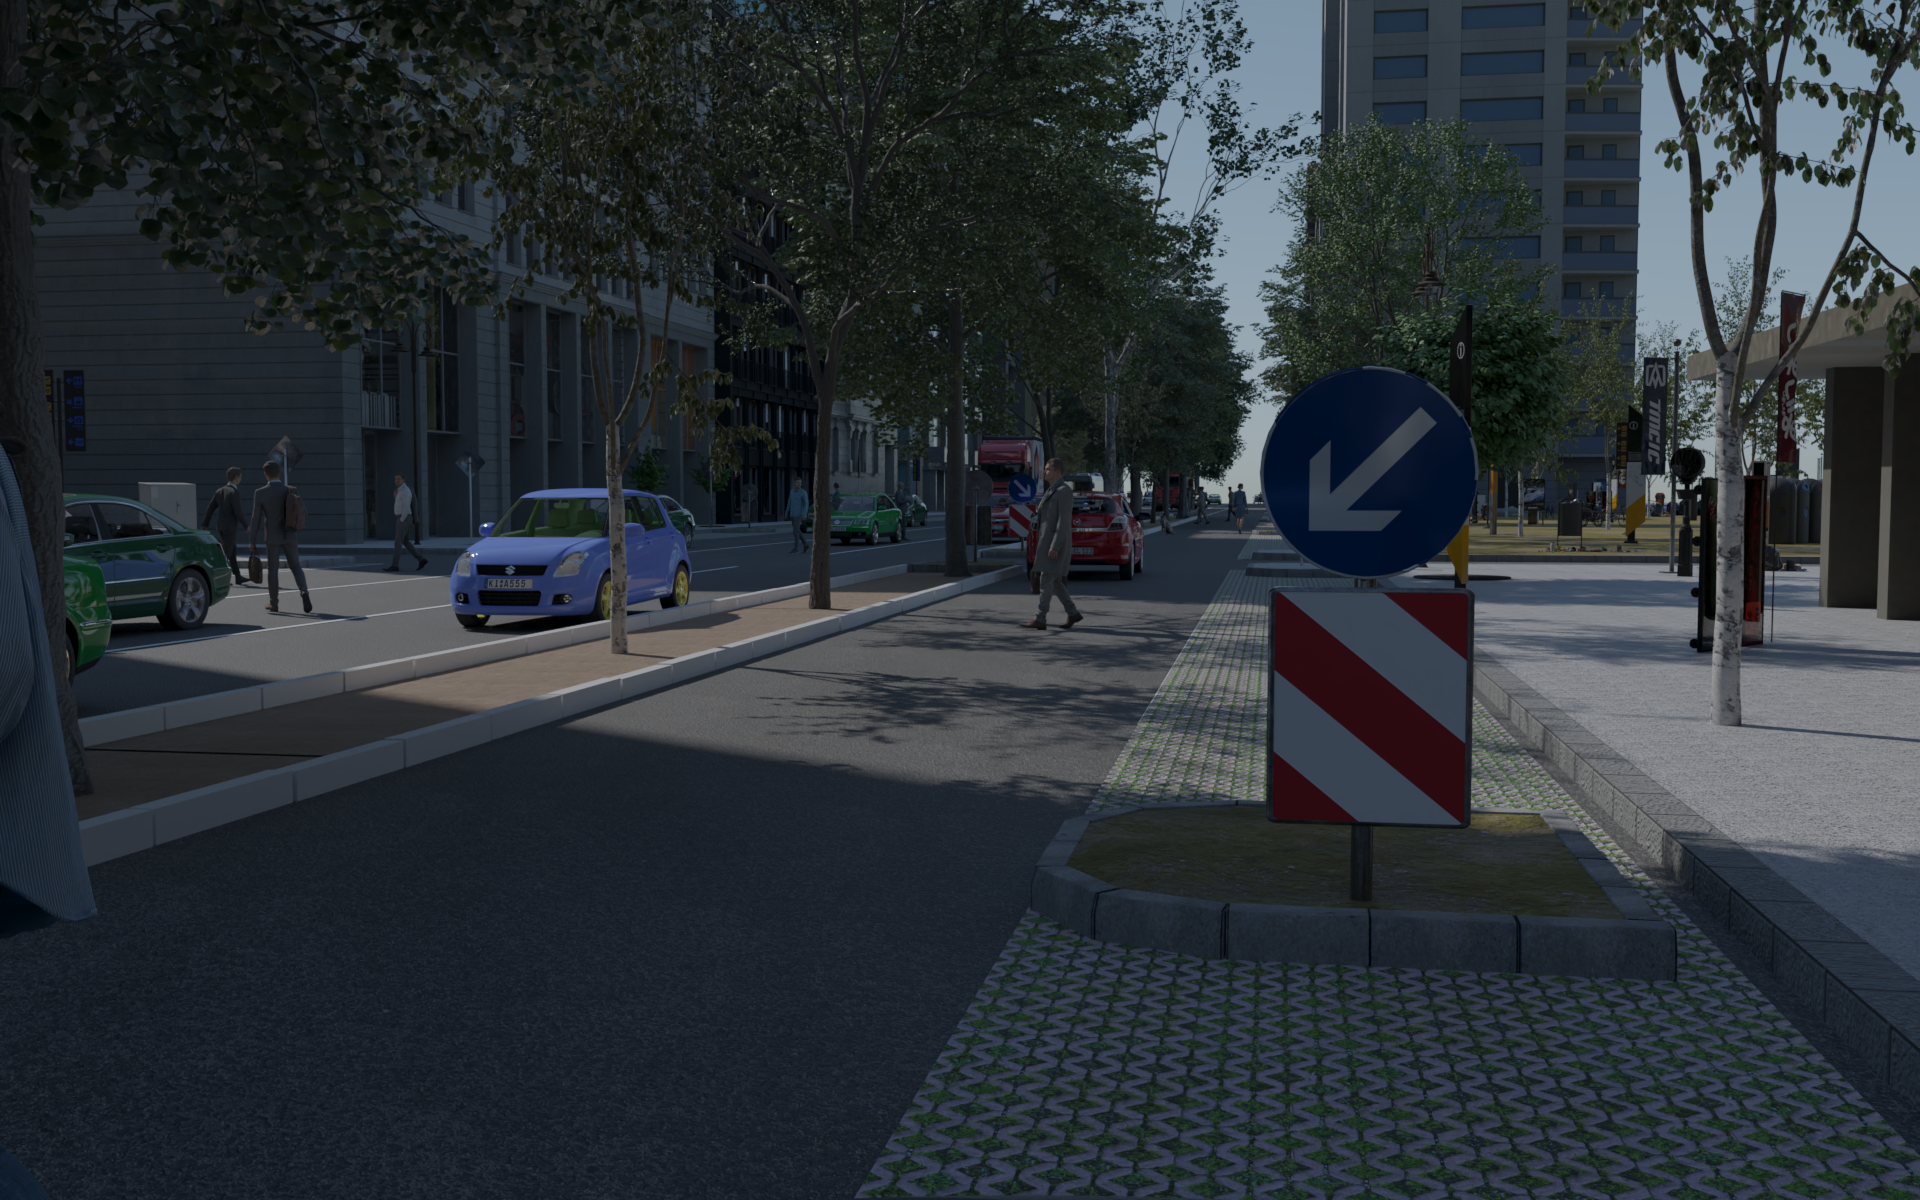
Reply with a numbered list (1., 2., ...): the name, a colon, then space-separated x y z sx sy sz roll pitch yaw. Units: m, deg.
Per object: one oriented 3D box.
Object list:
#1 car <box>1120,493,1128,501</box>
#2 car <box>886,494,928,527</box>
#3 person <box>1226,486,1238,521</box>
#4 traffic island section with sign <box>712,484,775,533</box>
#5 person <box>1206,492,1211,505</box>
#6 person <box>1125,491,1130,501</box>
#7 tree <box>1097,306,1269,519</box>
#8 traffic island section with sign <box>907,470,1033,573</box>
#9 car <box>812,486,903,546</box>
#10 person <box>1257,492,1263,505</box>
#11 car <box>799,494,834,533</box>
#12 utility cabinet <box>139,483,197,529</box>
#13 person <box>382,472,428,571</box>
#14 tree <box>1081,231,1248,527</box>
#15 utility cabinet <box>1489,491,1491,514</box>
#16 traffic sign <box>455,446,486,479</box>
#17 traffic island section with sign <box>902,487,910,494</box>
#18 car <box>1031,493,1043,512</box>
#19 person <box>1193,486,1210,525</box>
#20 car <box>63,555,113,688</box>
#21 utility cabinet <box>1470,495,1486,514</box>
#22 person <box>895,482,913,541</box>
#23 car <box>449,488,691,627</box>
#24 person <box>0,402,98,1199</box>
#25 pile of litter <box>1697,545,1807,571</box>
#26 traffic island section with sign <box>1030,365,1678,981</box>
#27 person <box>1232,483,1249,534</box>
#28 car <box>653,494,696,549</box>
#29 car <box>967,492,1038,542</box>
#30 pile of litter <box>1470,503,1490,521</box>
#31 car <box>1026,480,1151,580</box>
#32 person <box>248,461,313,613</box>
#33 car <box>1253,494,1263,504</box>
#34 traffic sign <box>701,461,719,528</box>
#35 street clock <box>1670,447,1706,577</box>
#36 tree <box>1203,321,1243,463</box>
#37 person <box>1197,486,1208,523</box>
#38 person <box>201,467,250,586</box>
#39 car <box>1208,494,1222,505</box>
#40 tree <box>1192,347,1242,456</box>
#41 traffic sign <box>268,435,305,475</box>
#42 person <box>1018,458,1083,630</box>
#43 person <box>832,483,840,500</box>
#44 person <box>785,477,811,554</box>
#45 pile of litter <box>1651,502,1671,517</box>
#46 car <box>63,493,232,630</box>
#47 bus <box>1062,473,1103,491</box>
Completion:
1. car: 17.255 -10.889 187.619 1.945 1.707 3.694 1 4 9
2. car: -2.655 -3.965 76.625 2.131 1.459 4.920 1 4 10
3. person: 14.255 -5.040 90.807 0.836 1.842 0.656 0 4 -1
4. traffic island section with sign: -7.939 -3.403 64.265 1.989 1.847 2.006 1 4 10
5. person: 31.008 -12.773 218.121 1.217 1.735 0.721 1 4 19
6. person: 25.173 -15.472 259.528 1.217 1.766 0.721 0 4 5
7. tree: 12.853 -11.013 99.521 9.611 12.733 9.660 0 3 0
8. traffic island section with sign: 0.180 -1.472 32.203 2.006 1.907 1.989 1 4 10
9. car: -2.914 -2.504 49.730 1.959 1.807 4.718 1 4 12
10. person: 39.721 -13.440 229.178 0.756 1.711 0.436 1 4 17
11. car: -4.832 -3.278 65.398 2.131 1.459 4.920 1 4 10
12. utility cabinet: -15.375 -1.529 33.672 0.318 1.500 1.173 1 4 18
13. person: -10.342 -1.445 32.224 0.850 1.850 0.679 -2 4 -27
14. tree: 7.618 -10.103 74.299 9.857 13.997 8.962 0 3 0
15. utility cabinet: 33.331 -6.027 107.217 0.318 1.500 1.173 -3 5 -41
16. traffic sign: -11.932 -2.448 42.217 0.795 2.593 0.064 1 4 10
17. traffic island section with sign: -2.997 -5.059 91.341 1.989 1.847 2.006 1 4 10
18. car: 2.434 -3.242 62.050 2.155 1.783 4.494 1 4 9
19. person: 11.375 -4.454 81.592 0.850 1.792 0.678 1 4 14
20. car: -6.901 -0.059 9.756 1.959 1.807 4.718 1 4 10
21. utility cabinet: 30.174 -5.478 100.724 0.306 1.237 1.020 3 5 43
22. person: -1.741 -2.725 53.235 0.590 1.801 0.661 0 4 2
23. car: -4.366 -0.617 19.674 1.945 1.707 3.694 1 4 10
24. person: -1.468 0.383 2.506 0.793 1.790 0.793 1 4 16
25. pile of litter: 13.455 -0.946 29.429 1.176 0.858 1.719 -2 4 -27
26. traffic island section with sign: 1.298 0.151 6.161 1.989 1.847 2.006 1 4 10
27. person: 10.029 -3.279 62.127 0.581 1.822 0.654 2 4 30
28. car: -8.282 -1.991 44.347 2.131 1.459 4.920 1 4 11
29. car: 1.291 -2.601 51.570 2.155 1.783 4.494 1 4 9
30. pile of litter: 25.270 -4.295 84.187 1.176 0.858 1.719 2 4 25
31. car: 2.249 -1.306 30.391 2.155 1.783 4.494 1 4 9
32. person: -8.225 -0.763 20.935 0.622 1.834 0.822 -3 5 -44
33. car: 45.190 -15.271 261.690 2.014 1.417 4.499 1 4 9
34. traffic sign: -9.420 -3.996 65.434 0.768 2.556 0.104 1 4 13
35. street clock: 11.279 -1.365 26.886 0.471 2.002 0.358 3 4 37
36. tree: 10.961 -10.429 91.095 7.486 12.596 7.792 0 3 0
37. person: 12.129 -4.769 86.504 0.581 1.822 0.654 -1 4 -21
38. person: -11.422 -1.157 27.196 0.659 1.850 0.755 2 4 35
39. car: 34.470 -13.817 234.699 1.959 1.807 4.718 1 4 12
40. tree: 9.239 -8.942 83.069 8.767 10.594 7.601 1 4 10
41. traffic sign: -13.366 -1.968 34.361 0.795 2.593 0.064 1 4 10
42. person: 0.967 -0.597 18.358 0.767 1.812 0.694 -1 4 -10
43. person: -4.107 -3.051 58.414 0.654 1.822 0.581 1 4 15
44. person: -3.845 -2.036 41.645 0.748 1.841 0.638 -3 4 -38
45. pile of litter: 39.408 -5.088 97.153 1.719 0.858 1.176 -3 4 -37
46. car: -9.258 -0.324 17.098 2.131 1.459 4.920 1 4 11
47. bus: 10.460 -9.354 147.800 2.948 3.499 13.247 1 4 9
